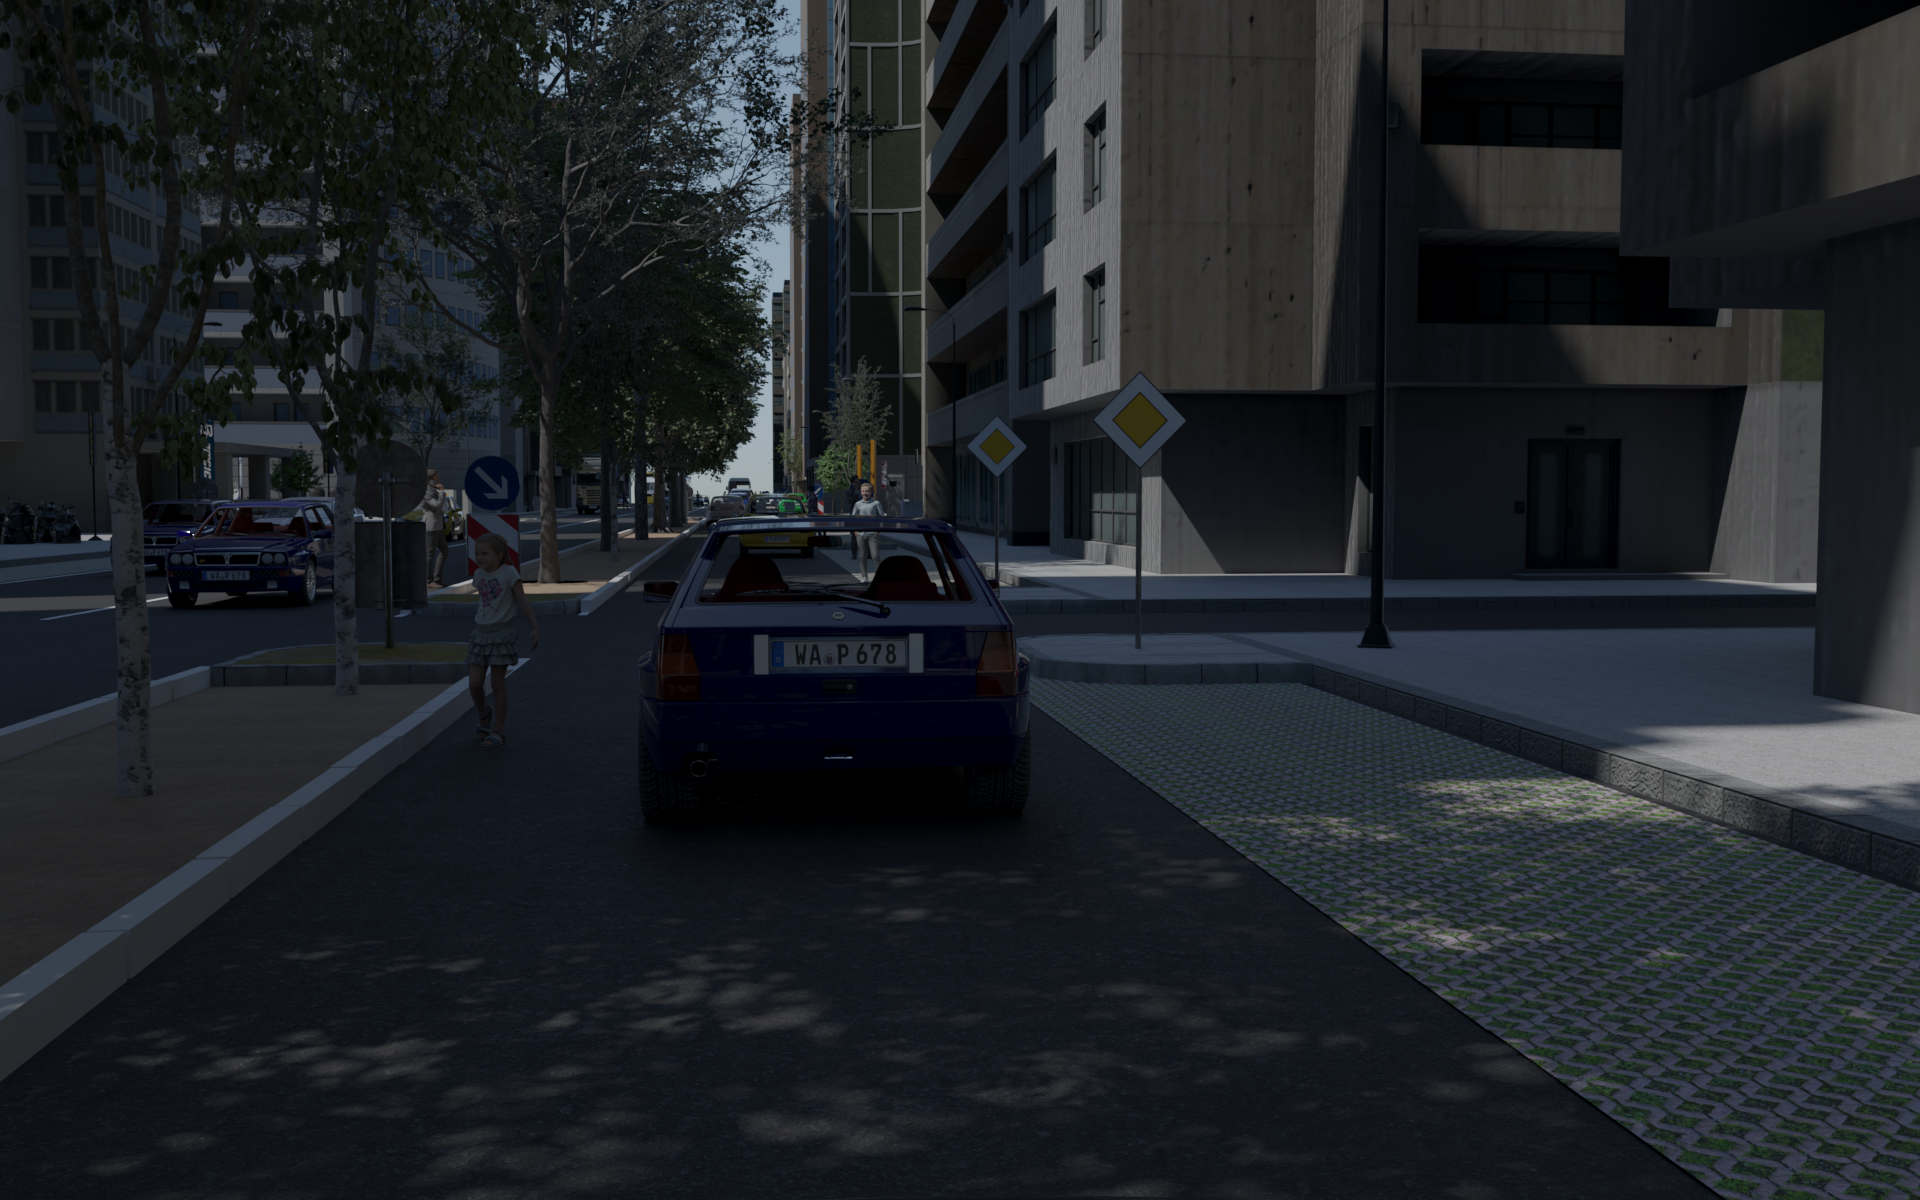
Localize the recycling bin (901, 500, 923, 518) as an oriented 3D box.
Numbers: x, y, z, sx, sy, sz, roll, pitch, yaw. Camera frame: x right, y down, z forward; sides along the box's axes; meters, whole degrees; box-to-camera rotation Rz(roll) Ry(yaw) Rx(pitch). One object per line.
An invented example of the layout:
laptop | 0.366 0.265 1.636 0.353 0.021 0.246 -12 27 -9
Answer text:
recycling bin | -1.698 -2.962 60.990 0.722 1.027 0.722 0 4 -8

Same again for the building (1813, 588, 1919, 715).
building | 11.089 -14.445 7.874 14.160 30.474 14.107 0 4 -7

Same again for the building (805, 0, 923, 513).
building | -0.130 -41.637 119.011 20.563 71.187 20.611 0 4 -7

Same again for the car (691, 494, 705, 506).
car | -31.479 -12.047 206.762 2.009 1.686 4.222 0 4 -7

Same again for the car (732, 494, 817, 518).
car | -4.315 -1.848 40.431 2.015 1.641 3.980 0 4 -7

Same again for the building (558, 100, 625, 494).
building | -53.426 -36.163 214.968 21.300 48.544 21.600 0 4 -7

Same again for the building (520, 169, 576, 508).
building | -41.844 -23.308 152.789 14.160 30.474 14.107 0 4 -7

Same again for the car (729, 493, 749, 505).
car | -14.452 -6.313 112.802 1.945 1.707 3.694 0 4 -8

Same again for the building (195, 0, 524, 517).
building | -39.681 -34.510 106.241 21.231 58.520 28.212 0 4 -7

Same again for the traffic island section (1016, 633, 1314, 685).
traffic island section | 1.497 0.483 14.388 2.009 0.180 2.903 0 4 -7

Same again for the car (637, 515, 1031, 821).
car | -0.696 0.218 9.012 1.945 1.354 3.894 0 4 -6

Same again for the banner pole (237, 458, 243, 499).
banner pole | -35.289 -5.803 84.894 0.401 3.779 0.863 -3 4 -38

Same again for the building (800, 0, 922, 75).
building | -5.377 -29.793 137.226 14.600 45.320 14.200 0 4 -7

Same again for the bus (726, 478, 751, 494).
bus | -25.611 -12.582 200.572 2.948 3.499 13.247 0 4 -8

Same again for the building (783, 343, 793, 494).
building | -7.630 -22.565 213.983 27.650 21.520 28.899 0 4 -7

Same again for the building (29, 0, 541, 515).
building | -48.439 -26.916 131.955 32.217 40.220 23.993 0 4 -7

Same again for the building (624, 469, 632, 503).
building | -52.379 -28.355 235.300 14.160 30.474 14.107 0 4 -7

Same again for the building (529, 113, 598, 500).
building | -50.883 -32.746 190.017 22.147 44.769 28.867 0 4 -7

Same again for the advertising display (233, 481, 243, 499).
advertising display | -36.537 -5.036 87.559 0.974 1.923 0.123 3 5 40

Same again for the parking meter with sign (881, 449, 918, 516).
parking meter with sign | -2.514 -4.317 66.846 1.738 3.016 0.543 0 4 1

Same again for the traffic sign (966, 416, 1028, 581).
traffic sign | 0.470 -1.137 22.230 0.795 2.450 0.064 0 4 -7

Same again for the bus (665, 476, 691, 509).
bus | -27.063 -10.384 164.642 2.948 3.499 13.247 0 4 -7

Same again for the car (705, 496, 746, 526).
car | -10.516 -4.034 78.320 2.083 1.381 4.827 0 4 -7

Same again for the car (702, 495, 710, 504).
car | -35.958 -14.071 242.639 1.945 1.354 3.894 -1 4 -9

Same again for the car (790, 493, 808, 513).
car | -10.422 -6.069 108.032 1.959 1.807 4.718 -1 4 -9

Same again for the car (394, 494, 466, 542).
car | -16.241 -2.621 53.079 2.015 1.641 3.980 -1 4 -9

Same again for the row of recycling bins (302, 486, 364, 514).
row of recycling bins | -31.957 -4.915 87.479 3.534 1.692 1.069 -1 4 -14

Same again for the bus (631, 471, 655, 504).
bus | -33.830 -12.048 188.526 2.896 3.916 12.252 0 4 -6

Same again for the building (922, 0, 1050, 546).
building | 10.530 -26.242 52.767 21.300 48.544 21.600 0 4 -7

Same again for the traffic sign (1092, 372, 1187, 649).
traffic sign | 1.475 -0.652 14.308 0.795 2.450 0.064 0 4 -7

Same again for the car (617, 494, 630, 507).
car | -36.761 -10.737 187.544 2.014 1.417 4.499 0 4 -7

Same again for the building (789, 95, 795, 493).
building | -11.615 -33.086 191.072 14.600 45.320 14.200 0 4 -7

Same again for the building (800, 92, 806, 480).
building | -3.312 -30.859 159.169 22.147 44.769 28.867 0 4 -7

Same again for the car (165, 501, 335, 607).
car | -9.328 -0.654 23.270 1.945 1.354 3.894 0 4 -8

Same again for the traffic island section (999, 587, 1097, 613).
traffic island section | 0.493 -0.002 22.310 2.009 0.180 2.903 0 4 -7

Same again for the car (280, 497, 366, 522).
car | -14.912 -1.669 39.656 2.083 1.381 4.827 0 4 -6

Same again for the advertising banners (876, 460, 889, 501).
advertising banners | -4.445 -5.678 89.026 2.074 3.025 0.090 -3 5 -44

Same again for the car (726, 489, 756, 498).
car | -15.261 -6.887 121.283 2.281 1.827 5.304 0 4 -7

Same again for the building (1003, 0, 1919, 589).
building | 8.723 -15.836 30.613 14.107 30.474 14.160 0 4 -7

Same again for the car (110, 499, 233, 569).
car | -14.261 -1.181 31.884 1.945 1.354 3.894 -1 4 -9

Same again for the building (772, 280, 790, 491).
building | -19.872 -29.131 247.991 14.160 30.474 14.107 0 4 -7

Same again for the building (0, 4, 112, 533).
building | -40.987 -22.494 59.659 32.217 40.220 23.993 0 4 -7

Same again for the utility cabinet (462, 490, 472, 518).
utility cabinet | -26.470 -5.154 92.953 0.318 1.500 1.173 0 4 -7

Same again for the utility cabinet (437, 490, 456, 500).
utility cabinet | -26.925 -5.010 90.594 1.173 1.500 0.318 1 4 15

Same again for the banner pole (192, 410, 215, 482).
banner pole | -22.662 -3.780 51.815 0.863 3.779 0.401 0 4 6
